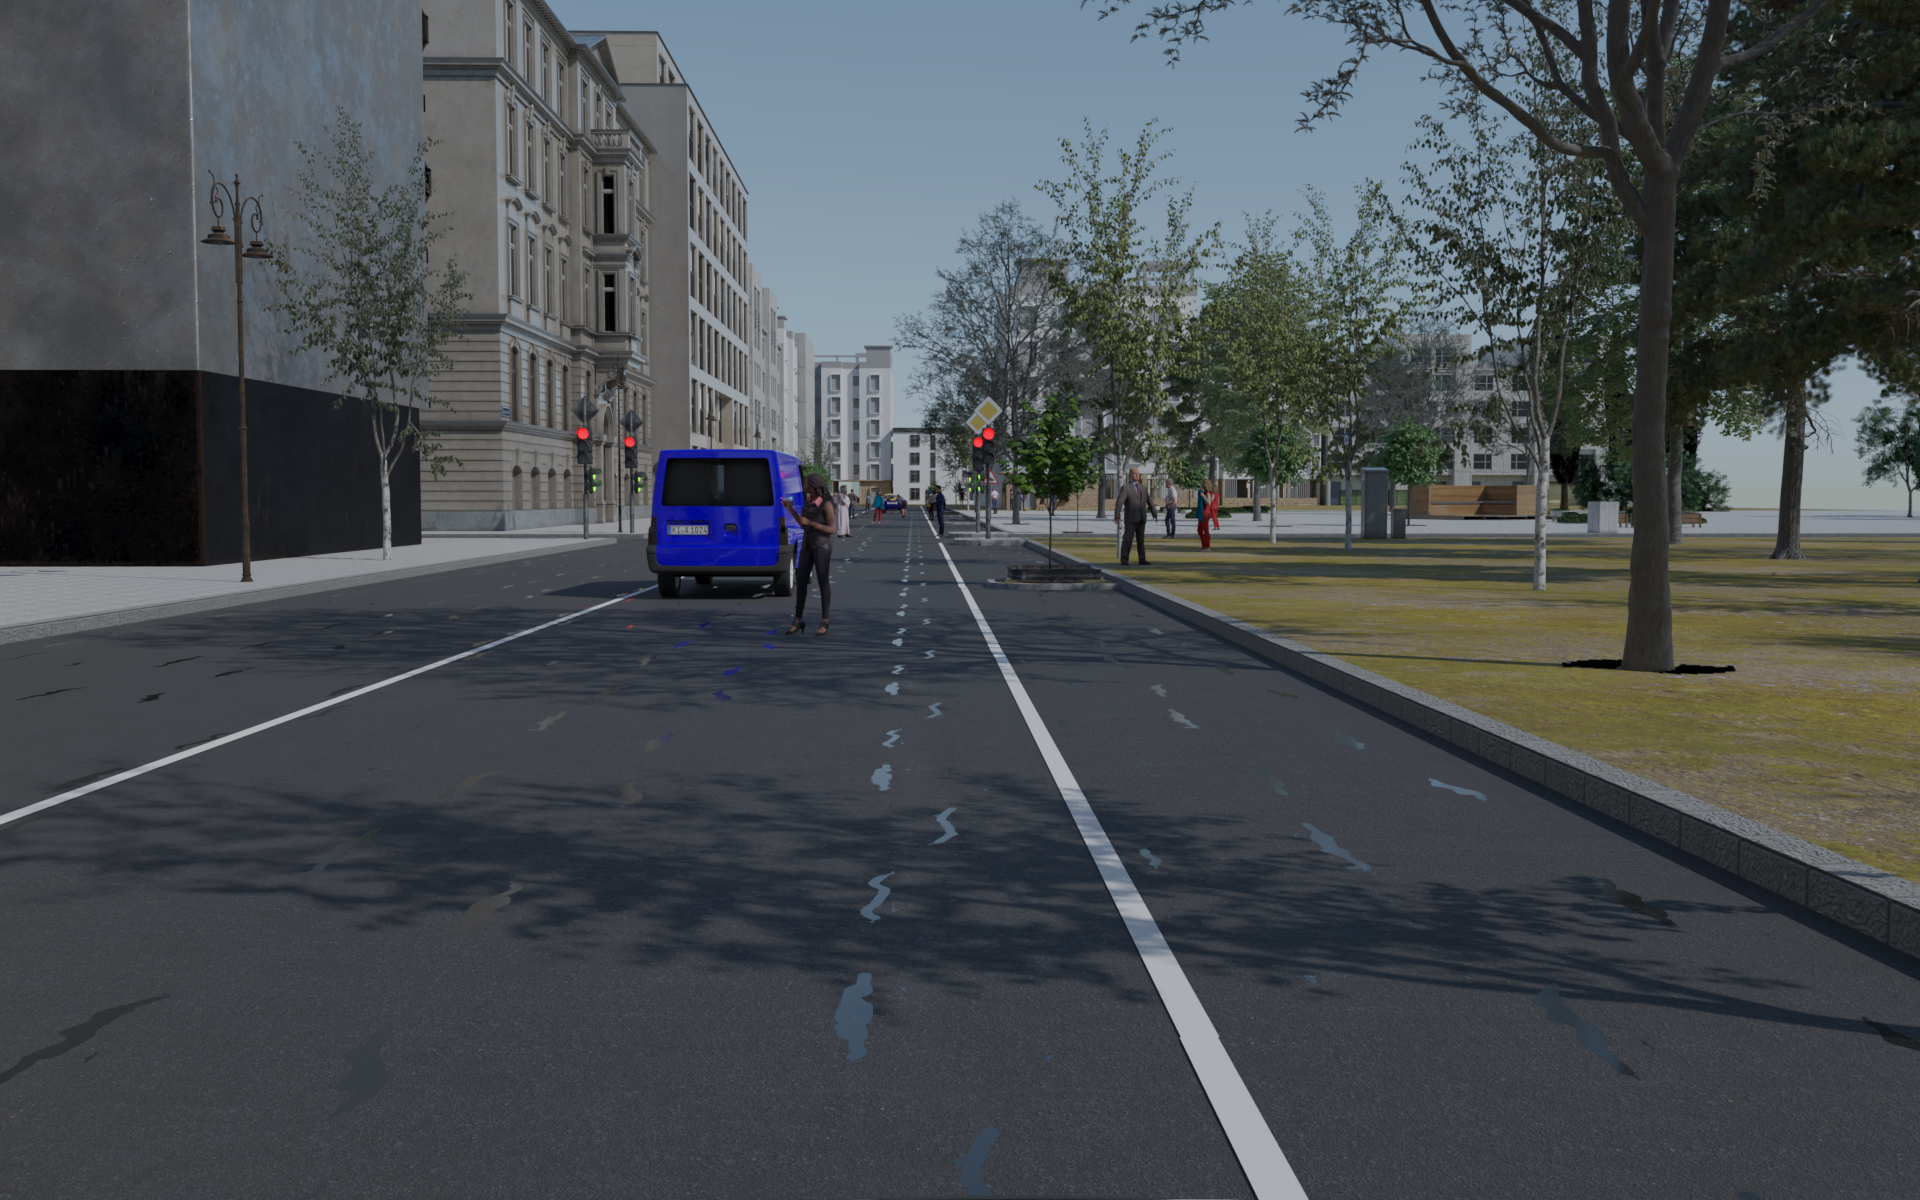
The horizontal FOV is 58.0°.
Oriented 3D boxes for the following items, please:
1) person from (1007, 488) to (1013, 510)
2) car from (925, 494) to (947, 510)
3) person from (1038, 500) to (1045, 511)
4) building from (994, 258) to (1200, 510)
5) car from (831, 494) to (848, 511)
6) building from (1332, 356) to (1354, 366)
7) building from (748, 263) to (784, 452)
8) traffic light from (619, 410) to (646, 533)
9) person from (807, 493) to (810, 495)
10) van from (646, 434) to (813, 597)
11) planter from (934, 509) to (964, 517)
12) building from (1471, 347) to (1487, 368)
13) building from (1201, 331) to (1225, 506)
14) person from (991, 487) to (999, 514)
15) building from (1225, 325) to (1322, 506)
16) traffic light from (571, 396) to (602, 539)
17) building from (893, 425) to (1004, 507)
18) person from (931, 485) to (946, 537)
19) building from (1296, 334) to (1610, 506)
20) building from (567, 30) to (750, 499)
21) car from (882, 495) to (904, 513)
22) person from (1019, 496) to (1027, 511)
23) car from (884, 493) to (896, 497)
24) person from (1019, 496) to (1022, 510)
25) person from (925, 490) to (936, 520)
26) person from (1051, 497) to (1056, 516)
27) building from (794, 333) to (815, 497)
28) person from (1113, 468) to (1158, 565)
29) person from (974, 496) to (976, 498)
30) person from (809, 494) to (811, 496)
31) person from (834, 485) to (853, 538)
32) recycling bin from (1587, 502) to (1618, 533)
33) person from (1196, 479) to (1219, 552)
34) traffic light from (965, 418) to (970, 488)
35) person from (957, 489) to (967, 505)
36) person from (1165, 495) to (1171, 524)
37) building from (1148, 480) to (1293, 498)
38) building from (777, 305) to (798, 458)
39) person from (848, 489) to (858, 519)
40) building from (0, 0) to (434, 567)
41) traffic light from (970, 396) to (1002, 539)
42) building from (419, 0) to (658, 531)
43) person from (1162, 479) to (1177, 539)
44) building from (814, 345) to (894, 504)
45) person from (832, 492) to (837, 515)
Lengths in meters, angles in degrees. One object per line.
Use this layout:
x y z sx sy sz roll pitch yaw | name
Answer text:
4.124 -7.954 136.813 1.217 1.735 0.721 -3 5 -45 | person
-2.169 -8.892 155.599 2.015 1.641 3.980 0 4 -1 | car
6.048 -7.486 131.626 0.799 1.438 0.628 1 4 10 | person
10.937 -17.637 144.792 16.016 20.091 11.380 0 4 -1 | building
-9.113 -7.196 127.880 2.015 1.641 3.980 0 4 -3 | car
53.418 -22.701 227.586 11.380 20.091 16.016 0 4 -1 | building
-24.676 -17.243 148.387 16.747 18.905 31.486 0 4 -1 | building
-10.784 -4.140 56.942 0.839 4.213 0.868 0 4 -1 | traffic light
-14.466 -9.524 162.551 1.217 1.735 0.721 -1 4 -12 | person
-3.279 -1.313 25.845 2.240 2.365 5.245 0 4 0 | van
-0.741 -5.371 108.952 1.991 0.319 1.994 0 4 -1 | planter
64.988 -22.740 228.214 11.380 20.091 16.016 0 4 -1 | building
22.965 -20.948 198.919 11.380 20.091 16.016 0 4 -1 | building
2.188 -6.438 112.238 0.756 1.711 0.436 -2 4 -32 | person
34.337 -20.974 199.341 11.380 20.091 16.016 0 4 -1 | building
-10.575 -3.652 48.959 0.839 4.213 0.868 0 4 -1 | traffic light
5.440 -17.187 223.150 28.070 9.664 9.099 0 4 -1 | building
-0.742 -3.019 58.571 0.504 1.737 0.576 0 4 5 | person
56.221 -20.397 199.947 31.486 18.905 16.747 0 4 -1 | building
-24.675 -18.689 110.079 19.350 26.468 34.151 0 4 -1 | building
-5.009 -7.171 129.830 1.945 1.354 3.894 0 3 0 | car
4.715 -7.534 129.087 0.709 1.838 0.599 -2 4 -35 | person
-6.818 -9.835 171.030 2.015 1.641 3.980 0 4 0 | car
4.675 -8.032 138.173 0.445 1.727 0.742 -1 4 -13 | person
-1.604 -5.146 94.094 0.566 1.644 0.517 3 5 41 | person
5.538 -5.733 100.221 0.568 1.767 0.683 -1 4 -9 | person
-32.857 -20.275 197.946 31.486 18.905 16.747 0 4 -1 | building
3.192 -1.508 31.258 0.990 1.755 0.434 -2 4 -27 | person
1.737 -10.305 175.232 0.721 1.736 1.217 -1 4 -21 | person
-14.882 -10.289 174.716 0.683 1.767 0.568 -2 4 -27 | person
-3.828 -2.919 56.897 0.621 1.740 0.551 0 4 5 | person
21.264 -2.736 57.289 0.722 1.027 0.722 -1 4 -11 | recycling bin
5.374 -1.867 38.277 0.444 1.614 0.593 1 4 22 | person
0.573 -4.160 57.254 0.839 4.213 0.868 0 4 -1 | traffic light
0.211 -12.019 202.189 1.348 1.869 0.705 0 4 -1 | person
8.849 -3.901 73.059 0.421 1.427 0.697 1 4 10 | person
33.800 -17.213 223.576 28.070 9.664 9.099 0 4 -1 | building
-24.952 -19.858 181.105 16.016 20.091 11.380 0 4 -1 | building
-6.149 -5.489 99.070 0.655 1.722 0.431 2 4 28 | person
-21.907 -10.438 38.109 16.811 18.784 16.820 0 4 -1 | building
0.782 -3.671 49.271 0.839 4.213 0.868 0 4 -1 | traffic light
-21.261 -15.691 75.627 14.460 24.649 34.723 0 4 -1 | building
6.022 -2.621 49.830 0.436 1.711 0.756 1 4 9 | person
-14.387 -22.633 226.472 11.380 20.091 16.016 0 4 -1 | building
-7.714 -5.903 106.971 0.963 1.587 0.435 0 4 5 | person
